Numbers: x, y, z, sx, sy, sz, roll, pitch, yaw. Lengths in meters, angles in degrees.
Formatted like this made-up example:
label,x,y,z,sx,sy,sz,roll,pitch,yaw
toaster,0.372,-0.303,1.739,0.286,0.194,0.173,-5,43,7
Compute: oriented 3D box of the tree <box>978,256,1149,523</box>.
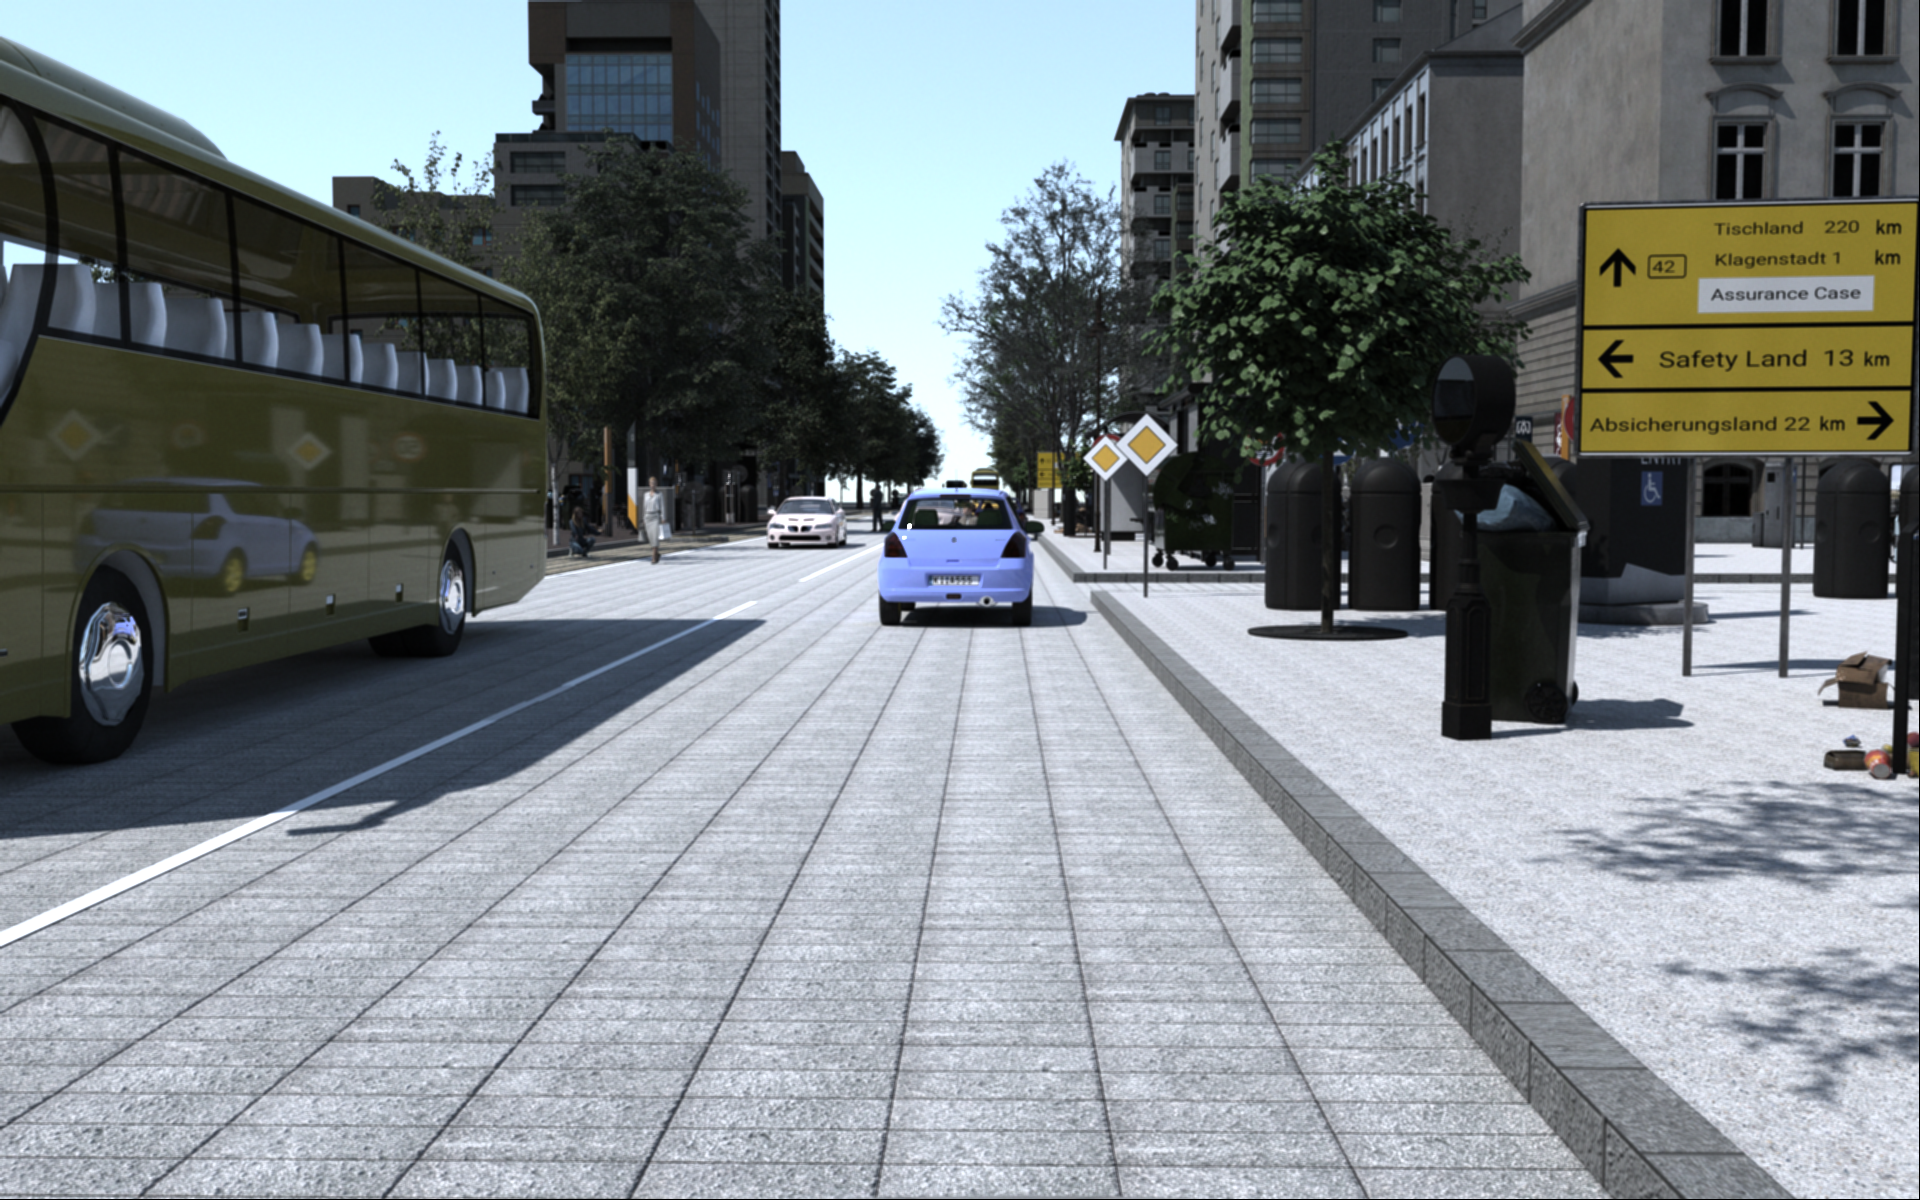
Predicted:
label,x,y,z,sx,sy,sz,roll,pitch,yaw
tree,4.567,-9.244,76.895,9.928,11.665,9.643,0,3,0

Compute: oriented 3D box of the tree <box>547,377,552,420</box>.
label,x,y,z,sx,sy,sz,roll,pitch,yaw
tree,-19.232,-7.565,74.044,4.360,8.622,3.978,0,3,0

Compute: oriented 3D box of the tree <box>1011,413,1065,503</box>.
label,x,y,z,sx,sy,sz,roll,pitch,yaw
tree,6.527,-11.781,142.981,4.737,8.622,4.395,0,3,0

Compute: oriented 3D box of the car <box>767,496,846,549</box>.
label,x,y,z,sx,sy,sz,roll,pitch,yaw
car,-4.121,-2.125,47.098,2.083,1.381,4.827,0,4,1

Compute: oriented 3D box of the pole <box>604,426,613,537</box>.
label,x,y,z,sx,sy,sz,roll,pitch,yaw
pole,-10.495,-3.538,51.682,0.158,3.312,0.155,0,3,0

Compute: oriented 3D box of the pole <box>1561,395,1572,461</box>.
label,x,y,z,sx,sy,sz,roll,pitch,yaw
pole,12.487,-2.562,35.739,0.158,3.312,0.155,0,3,0

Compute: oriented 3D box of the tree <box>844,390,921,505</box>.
label,x,y,z,sx,sy,sz,roll,pitch,yaw
tree,-8.441,-17.033,196.613,7.486,12.596,7.792,0,3,0

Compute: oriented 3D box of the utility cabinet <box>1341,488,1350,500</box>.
label,x,y,z,sx,sy,sz,roll,pitch,yaw
utility cabinet,13.051,-3.073,58.914,1.173,1.500,0.318,-1,4,-9

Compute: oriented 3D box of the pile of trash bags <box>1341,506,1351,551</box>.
label,x,y,z,sx,sy,sz,roll,pitch,yaw
pile of trash bags,10.180,-1.811,39.357,3.447,1.369,1.912,1,4,14

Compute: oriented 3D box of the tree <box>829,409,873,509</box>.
label,x,y,z,sx,sy,sz,roll,pitch,yaw
tree,-8.925,-11.202,133.509,4.360,8.622,3.978,0,3,0

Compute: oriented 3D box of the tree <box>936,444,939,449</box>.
label,x,y,z,sx,sy,sz,roll,pitch,yaw
tree,-7.196,-20.707,245.211,9.857,13.997,8.962,0,3,0

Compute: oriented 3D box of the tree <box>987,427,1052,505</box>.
label,x,y,z,sx,sy,sz,roll,pitch,yaw
tree,7.797,-17.750,207.222,9.611,12.733,9.660,0,3,0

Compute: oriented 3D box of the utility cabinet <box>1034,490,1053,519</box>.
label,x,y,z,sx,sy,sz,roll,pitch,yaw
utility cabinet,4.319,-4.969,89.928,0.318,1.500,1.173,-3,4,-37

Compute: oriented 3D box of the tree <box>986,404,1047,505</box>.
label,x,y,z,sx,sy,sz,roll,pitch,yaw
tree,6.347,-16.729,191.645,7.486,12.596,7.792,0,3,0

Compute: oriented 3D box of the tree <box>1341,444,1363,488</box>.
label,x,y,z,sx,sy,sz,roll,pitch,yaw
tree,14.174,-6.849,62.344,4.737,8.622,4.395,0,3,0

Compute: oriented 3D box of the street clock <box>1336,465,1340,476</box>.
label,x,y,z,sx,sy,sz,roll,pitch,yaw
street clock,7.400,-1.856,34.908,0.471,2.002,0.358,1,4,21

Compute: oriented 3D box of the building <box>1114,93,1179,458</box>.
label,x,y,z,sx,sy,sz,roll,pitch,yaw
building,35.153,-38.893,225.141,28.713,52.752,27.495,0,4,1

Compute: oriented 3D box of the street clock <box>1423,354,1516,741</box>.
label,x,y,z,sx,sy,sz,roll,pitch,yaw
street clock,2.665,-0.274,9.056,0.358,2.002,0.471,-1,4,-13

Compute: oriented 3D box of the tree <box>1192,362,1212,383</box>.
label,x,y,z,sx,sy,sz,roll,pitch,yaw
tree,12.097,-7.627,75.064,4.737,8.622,4.395,0,3,0

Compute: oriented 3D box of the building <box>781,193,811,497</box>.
label,x,y,z,sx,sy,sz,roll,pitch,yaw
building,-27.641,-33.427,230.123,14.154,41.232,14.086,0,4,1

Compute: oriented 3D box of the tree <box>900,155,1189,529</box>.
label,x,y,z,sx,sy,sz,roll,pitch,yaw
tree,4.062,-9.389,63.882,12.009,13.543,11.850,0,3,0

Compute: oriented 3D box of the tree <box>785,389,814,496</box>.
label,x,y,z,sx,sy,sz,roll,pitch,yaw
tree,-9.902,-9.978,113.499,4.737,8.622,4.395,0,3,0

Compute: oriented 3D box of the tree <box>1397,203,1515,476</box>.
label,x,y,z,sx,sy,sz,roll,pitch,yaw
tree,12.297,-5.761,44.562,4.360,8.622,3.978,0,3,0

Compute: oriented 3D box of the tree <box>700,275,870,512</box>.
label,x,y,z,sx,sy,sz,roll,pitch,yaw
tree,-9.252,-10.629,90.791,9.611,12.733,9.660,0,3,0

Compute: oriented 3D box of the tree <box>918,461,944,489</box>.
label,x,y,z,sx,sy,sz,roll,pitch,yaw
tree,-6.237,-20.210,264.846,8.767,10.594,7.601,-2,4,-34

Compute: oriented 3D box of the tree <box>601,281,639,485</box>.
label,x,y,z,sx,sy,sz,roll,pitch,yaw
tree,-10.129,-5.686,43.334,4.737,8.622,4.395,0,3,0

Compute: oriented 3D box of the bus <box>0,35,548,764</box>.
label,x,y,z,sx,sy,sz,roll,pitch,yaw
bus,-5.697,-1.278,12.444,2.896,3.916,12.252,0,4,0

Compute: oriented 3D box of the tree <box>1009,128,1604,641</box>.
label,x,y,z,sx,sy,sz,roll,pitch,yaw
tree,3.315,-1.961,15.784,4.285,4.588,4.351,0,3,0

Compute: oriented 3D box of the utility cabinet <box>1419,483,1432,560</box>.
label,x,y,z,sx,sy,sz,roll,pitch,yaw
utility cabinet,9.087,-1.501,33.227,0.318,1.500,1.173,0,4,-5

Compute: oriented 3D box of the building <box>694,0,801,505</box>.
label,x,y,z,sx,sy,sz,roll,pitch,yaw
building,-30.384,-47.321,211.946,20.563,71.187,20.611,0,4,1

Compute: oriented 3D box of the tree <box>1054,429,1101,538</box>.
label,x,y,z,sx,sy,sz,roll,pitch,yaw
tree,3.714,-3.472,51.364,1.663,3.219,1.824,0,3,0

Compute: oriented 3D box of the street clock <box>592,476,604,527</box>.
label,x,y,z,sx,sy,sz,roll,pitch,yaw
street clock,-14.286,-3.911,68.509,0.471,2.002,0.358,-3,4,-39

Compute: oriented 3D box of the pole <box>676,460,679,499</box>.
label,x,y,z,sx,sy,sz,roll,pitch,yaw
pole,-16.774,-6.675,102.972,0.158,3.312,0.155,0,3,0

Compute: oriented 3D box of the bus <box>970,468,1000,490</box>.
label,x,y,z,sx,sy,sz,roll,pitch,yaw
bus,2.367,-10.553,164.087,2.896,3.916,12.252,0,4,1

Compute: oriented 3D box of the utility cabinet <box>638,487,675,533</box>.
label,x,y,z,sx,sy,sz,roll,pitch,yaw
utility cabinet,-9.825,-2.891,55.946,1.173,1.500,0.318,0,4,-4

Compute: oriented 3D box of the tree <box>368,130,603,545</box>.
label,x,y,z,sx,sy,sz,roll,pitch,yaw
tree,-10.598,-5.252,36.227,4.737,8.622,4.395,0,3,0

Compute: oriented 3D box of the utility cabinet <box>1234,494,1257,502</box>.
label,x,y,z,sx,sy,sz,roll,pitch,yaw
utility cabinet,7.814,-2.423,48.294,1.173,1.500,0.318,2,4,28

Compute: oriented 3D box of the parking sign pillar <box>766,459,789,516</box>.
label,x,y,z,sx,sy,sz,roll,pitch,yaw
parking sign pillar,-10.802,-6.989,102.736,1.447,3.967,1.447,2,4,30

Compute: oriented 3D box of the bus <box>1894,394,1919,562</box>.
label,x,y,z,sx,sy,sz,roll,pitch,yaw
bus,20.296,-1.881,25.617,13.247,3.499,2.948,0,4,3

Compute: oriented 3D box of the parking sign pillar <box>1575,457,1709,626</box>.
label,x,y,z,sx,sy,sz,roll,pitch,yaw
parking sign pillar,6.812,-1.773,17.466,1.447,3.967,1.447,-2,4,-33

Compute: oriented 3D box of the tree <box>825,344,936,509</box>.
label,x,y,z,sx,sy,sz,roll,pitch,yaw
tree,-8.472,-14.756,147.913,9.857,13.997,8.962,0,3,0

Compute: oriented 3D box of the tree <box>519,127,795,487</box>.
label,x,y,z,sx,sy,sz,roll,pitch,yaw
tree,-10.837,-9.472,61.525,9.857,13.997,8.962,0,3,0
